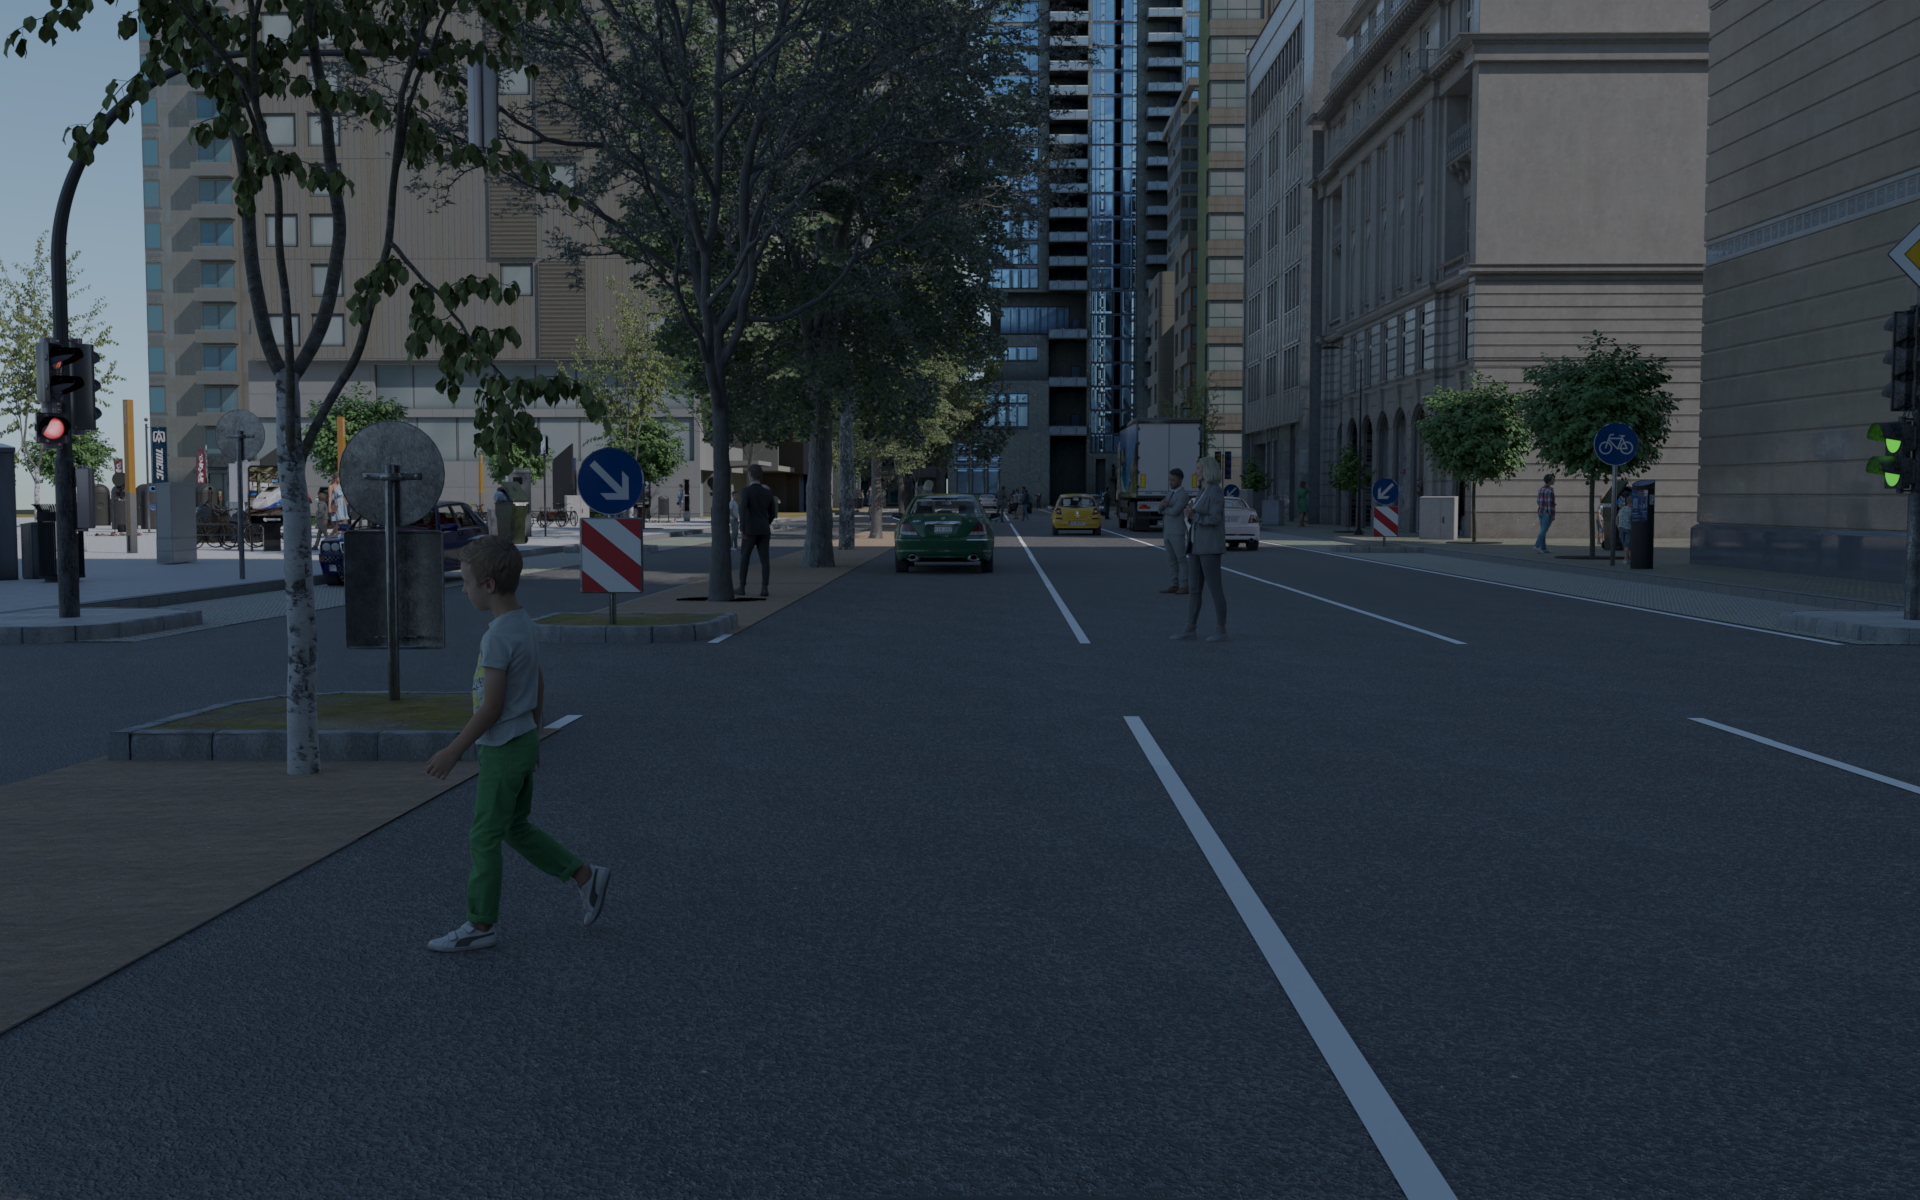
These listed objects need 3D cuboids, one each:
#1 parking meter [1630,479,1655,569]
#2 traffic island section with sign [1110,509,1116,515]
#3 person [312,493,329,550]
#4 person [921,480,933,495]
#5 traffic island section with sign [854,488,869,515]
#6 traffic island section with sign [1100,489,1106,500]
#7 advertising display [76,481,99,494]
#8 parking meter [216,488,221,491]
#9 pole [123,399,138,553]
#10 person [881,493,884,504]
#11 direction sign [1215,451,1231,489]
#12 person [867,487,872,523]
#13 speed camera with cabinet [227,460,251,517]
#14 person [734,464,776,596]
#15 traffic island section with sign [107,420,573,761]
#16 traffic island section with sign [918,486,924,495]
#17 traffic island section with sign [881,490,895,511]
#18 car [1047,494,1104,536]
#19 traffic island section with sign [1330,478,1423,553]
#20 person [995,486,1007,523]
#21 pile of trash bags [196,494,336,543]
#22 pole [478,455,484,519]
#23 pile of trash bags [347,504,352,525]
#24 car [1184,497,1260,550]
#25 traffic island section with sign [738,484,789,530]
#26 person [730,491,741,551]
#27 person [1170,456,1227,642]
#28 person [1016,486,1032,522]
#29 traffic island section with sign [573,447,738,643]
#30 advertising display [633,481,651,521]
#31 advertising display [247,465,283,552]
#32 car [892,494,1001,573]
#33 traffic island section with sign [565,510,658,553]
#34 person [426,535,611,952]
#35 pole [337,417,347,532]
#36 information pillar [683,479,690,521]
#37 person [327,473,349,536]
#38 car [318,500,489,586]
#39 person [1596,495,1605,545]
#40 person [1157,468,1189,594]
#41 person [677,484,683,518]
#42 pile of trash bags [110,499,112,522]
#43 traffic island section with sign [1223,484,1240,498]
[{"bbox_3d":[11.712,-1.303,29.714,0.372,1.533,0.369,0,3,0],"label":"parking meter"},{"bbox_3d":[11.619,-6.791,119.664,1.989,1.847,2.006,0,4,1],"label":"traffic island section with sign"},{"bbox_3d":[-14.492,-1.778,39.378,0.640,1.303,0.475,-2,4,-24],"label":"person"},{"bbox_3d":[-0.802,-2.256,45.577,0.526,1.800,0.537,-2,4,-32],"label":"person"},{"bbox_3d":[-7.088,-6.826,120.225,1.989,1.847,2.006,0,4,1],"label":"traffic island section with sign"},{"bbox_3d":[12.148,-8.506,147.697,1.989,1.847,2.006,0,4,1],"label":"traffic island section with sign"},{"bbox_3d":[-37.562,-4.237,74.493,0.974,1.923,0.123,-2,4,-29],"label":"advertising display"},{"bbox_3d":[-32.617,-4.137,76.051,0.372,1.533,0.369,0,3,0],"label":"parking meter"},{"bbox_3d":[-17.934,-2.666,37.426,0.158,3.312,0.155,0,3,0],"label":"pole"},{"bbox_3d":[-4.324,-5.090,91.997,0.678,1.792,0.850,1,4,15],"label":"person"},{"bbox_3d":[13.908,-6.096,91.674,0.876,3.537,0.379,1,4,12],"label":"direction sign"},{"bbox_3d":[-4.344,-4.641,84.565,0.473,1.802,0.592,0,4,2],"label":"person"},{"bbox_3d":[-20.914,-3.419,50.240,0.660,3.252,2.038,-1,4,-22],"label":"speed camera with cabinet"},{"bbox_3d":[-2.905,-0.974,24.206,0.659,1.850,0.755,-2,4,-34],"label":"person"},{"bbox_3d":[-3.545,-0.125,10.183,2.006,1.907,1.989,0,4,1],"label":"traffic island section with sign"},{"bbox_3d":[-2.026,-5.173,92.715,2.006,1.907,1.989,0,4,1],"label":"traffic island section with sign"},{"bbox_3d":[-6.579,-8.528,148.052,1.989,1.847,2.006,0,4,1],"label":"traffic island section with sign"},{"bbox_3d":[4.105,-3.125,61.325,2.015,1.641,3.980,0,4,2],"label":"car"},{"bbox_3d":[10.205,-2.084,42.696,1.989,1.847,2.006,0,4,1],"label":"traffic island section with sign"},{"bbox_3d":[2.040,-4.805,86.873,0.655,1.846,0.447,2,4,27],"label":"person"},{"bbox_3d":[-18.697,-2.207,45.837,3.447,1.369,1.912,1,4,14],"label":"pile of trash bags"},{"bbox_3d":[-23.740,-5.627,85.852,0.158,3.312,0.155,0,3,0],"label":"pole"},{"bbox_3d":[-22.228,-3.336,64.289,3.447,1.369,1.912,-1,4,-10],"label":"pile of trash bags"},{"bbox_3d":[6.653,-2.024,45.457,2.083,1.381,4.827,0,4,-1],"label":"car"},{"bbox_3d":[-8.006,-3.776,70.357,1.989,1.847,2.006,0,4,1],"label":"traffic island section with sign"},{"bbox_3d":[-5.728,-2.009,43.946,0.523,1.515,0.503,-2,4,-24],"label":"person"},{"bbox_3d":[2.360,-0.502,16.885,0.526,1.800,0.537,0,4,-7],"label":"person"},{"bbox_3d":[3.250,-4.862,87.985,0.713,1.824,0.794,2,4,34],"label":"person"},{"bbox_3d":[-3.400,-0.578,17.589,2.006,1.907,1.989,0,4,1],"label":"traffic island section with sign"},{"bbox_3d":[-15.191,-4.727,82.506,0.974,1.923,0.123,1,4,18],"label":"advertising display"},{"bbox_3d":[-15.460,-2.058,38.870,0.974,1.923,0.123,-2,4,-32],"label":"advertising display"},{"bbox_3d":[-0.268,-1.298,33.029,2.131,1.459,4.920,0,4,1],"label":"car"},{"bbox_3d":[-8.517,-2.080,42.634,1.989,1.847,2.006,0,4,1],"label":"traffic island section with sign"},{"bbox_3d":[-1.403,0.442,5.517,0.590,1.304,0.306,-2,4,-24],"label":"person"},{"bbox_3d":[-16.336,-3.177,45.795,0.158,3.312,0.155,0,3,0],"label":"pole"},{"bbox_3d":[-13.030,-4.772,82.521,0.304,2.012,0.304,-1,4,-15],"label":"information pillar"},{"bbox_3d":[-15.473,-2.248,42.892,0.778,1.811,0.616,2,4,25],"label":"person"},{"bbox_3d":[-8.941,-0.950,28.115,1.945,1.354,3.894,0,4,2],"label":"car"},{"bbox_3d":[16.325,-2.033,43.963,0.332,1.250,0.352,1,4,12],"label":"person"},{"bbox_3d":[3.044,-0.991,24.887,0.466,1.800,0.511,-3,4,-37],"label":"person"},{"bbox_3d":[-14.763,-5.258,92.027,0.654,1.822,0.581,-1,4,-17],"label":"person"},{"bbox_3d":[-39.133,-4.221,78.772,1.912,1.369,3.447,3,5,44],"label":"pile of trash bags"},{"bbox_3d":[10.704,-3.732,69.646,1.989,1.847,2.006,0,4,1],"label":"traffic island section with sign"}]
